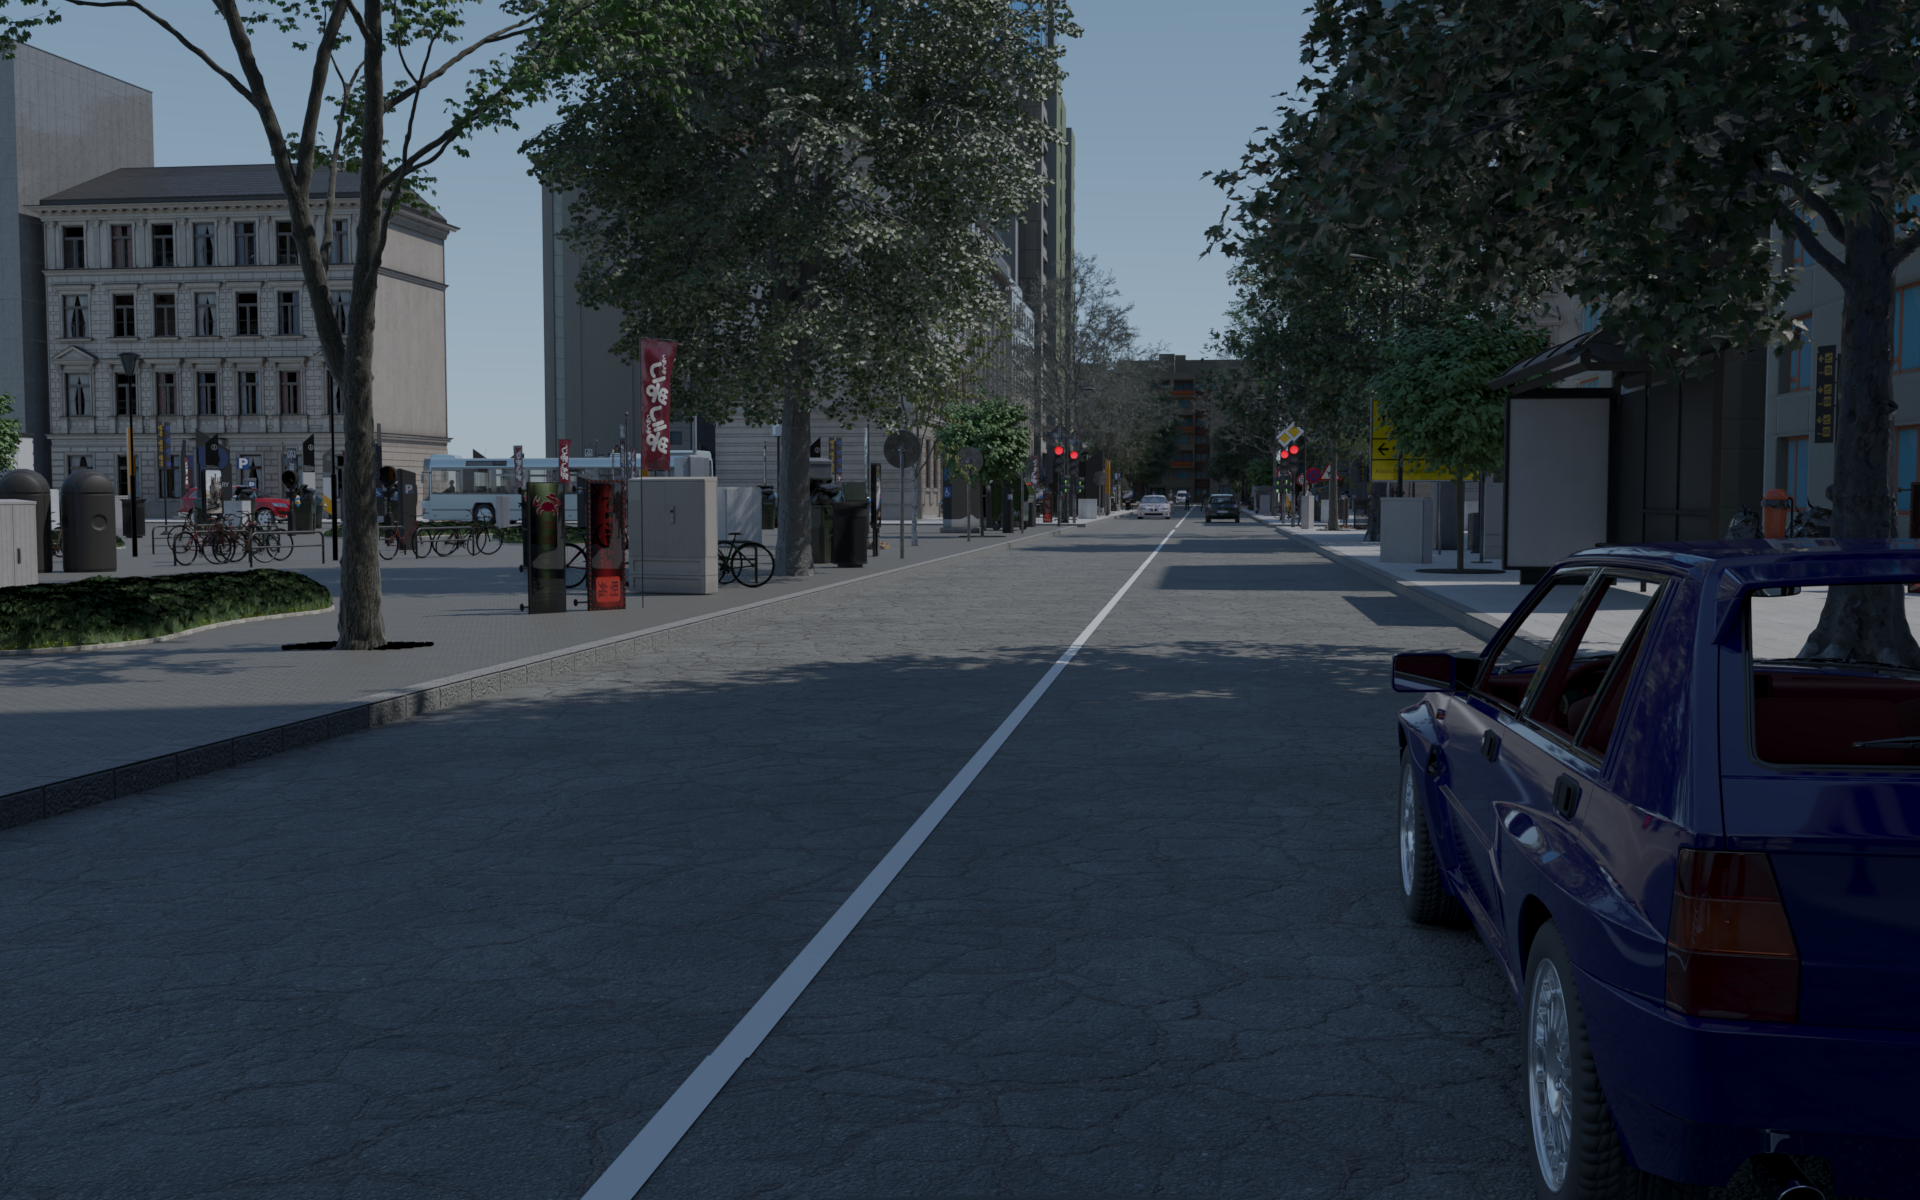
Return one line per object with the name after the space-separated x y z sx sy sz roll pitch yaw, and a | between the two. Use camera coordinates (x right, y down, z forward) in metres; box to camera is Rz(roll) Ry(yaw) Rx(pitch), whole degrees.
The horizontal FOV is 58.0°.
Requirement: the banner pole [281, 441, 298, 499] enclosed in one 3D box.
-31.953 -5.652 82.435 0.863 3.779 0.401 0 4 -2 | banner pole

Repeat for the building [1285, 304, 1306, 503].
59.788 -36.251 247.326 28.867 44.769 22.147 0 4 8 | building

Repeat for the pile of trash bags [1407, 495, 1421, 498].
26.219 -5.642 101.992 3.447 1.369 1.912 0 4 7 | pile of trash bags

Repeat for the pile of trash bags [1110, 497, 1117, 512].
10.274 -7.156 126.752 1.912 1.369 3.447 1 4 23 | pile of trash bags

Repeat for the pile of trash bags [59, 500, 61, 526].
-36.849 -3.629 69.094 1.912 1.369 3.447 0 4 -6 | pile of trash bags

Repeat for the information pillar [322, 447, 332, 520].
-31.620 -5.831 86.694 0.504 3.616 0.183 0 4 -2 | information pillar

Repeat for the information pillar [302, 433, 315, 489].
-24.928 -4.586 66.337 0.183 3.616 0.504 3 5 41 | information pillar

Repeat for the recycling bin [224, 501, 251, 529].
-26.985 -3.189 64.700 0.722 1.027 0.722 0 4 3 | recycling bin

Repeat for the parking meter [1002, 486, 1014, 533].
1.579 -2.960 56.808 0.372 1.533 0.369 0 3 0 | parking meter

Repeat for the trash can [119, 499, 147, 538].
-24.151 -2.383 50.620 0.748 1.137 0.748 0 3 0 | trash can

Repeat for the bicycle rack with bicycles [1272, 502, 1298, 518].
17.902 -4.756 91.149 2.925 0.926 2.852 0 4 -2 | bicycle rack with bicycles

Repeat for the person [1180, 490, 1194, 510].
20.277 -8.942 154.691 1.348 1.826 0.705 -1 4 -17 | person

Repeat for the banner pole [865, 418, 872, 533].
-3.070 -4.112 57.251 0.401 3.779 0.863 -1 4 -14 | banner pole

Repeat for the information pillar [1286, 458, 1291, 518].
17.839 -6.273 93.923 0.183 3.616 0.504 -1 4 -15 | information pillar

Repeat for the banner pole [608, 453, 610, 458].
-18.783 -6.330 93.512 0.401 3.779 0.863 1 4 21 | banner pole

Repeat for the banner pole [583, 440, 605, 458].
-16.923 -5.486 79.714 0.863 3.779 0.401 1 4 13 | banner pole

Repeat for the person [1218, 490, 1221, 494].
24.462 -9.458 163.152 0.705 1.823 1.348 1 4 19 | person

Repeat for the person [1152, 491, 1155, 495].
25.778 -13.669 231.858 0.599 1.838 0.709 -1 4 -18 | person

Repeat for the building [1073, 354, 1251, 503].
31.322 -25.070 254.926 28.899 21.520 27.650 0 4 8 | building

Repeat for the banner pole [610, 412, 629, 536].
-10.301 -3.864 53.187 0.401 3.779 0.863 -2 4 -30 | banner pole

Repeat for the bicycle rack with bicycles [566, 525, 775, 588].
-3.907 -0.659 24.158 2.925 0.926 2.852 1 4 17 | bicycle rack with bicycles

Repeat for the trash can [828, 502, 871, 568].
-1.925 -1.140 30.288 0.748 1.137 0.748 0 3 0 | trash can

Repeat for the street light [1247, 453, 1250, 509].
19.788 -8.798 116.393 1.470 5.913 1.316 0 4 8 | street light

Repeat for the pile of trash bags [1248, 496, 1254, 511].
23.480 -7.686 135.422 1.912 1.369 3.447 1 4 11 | pile of trash bags

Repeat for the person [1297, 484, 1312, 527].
14.093 -3.810 70.764 0.622 1.834 0.822 0 4 -7 | person

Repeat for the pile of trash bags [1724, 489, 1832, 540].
14.798 -1.322 31.366 1.912 1.369 3.447 2 4 25 | pile of trash bags

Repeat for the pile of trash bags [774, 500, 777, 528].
-7.600 -3.470 66.485 1.912 1.369 3.447 -1 4 -12 | pile of trash bags

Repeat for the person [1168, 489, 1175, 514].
15.017 -6.986 123.273 0.519 1.759 0.362 1 4 16 | person

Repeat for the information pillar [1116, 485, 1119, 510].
12.599 -8.159 137.891 0.304 2.012 0.304 0 4 1 | information pillar

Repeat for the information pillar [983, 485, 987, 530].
0.731 -3.460 61.055 0.304 2.012 0.304 3 4 37 | information pillar

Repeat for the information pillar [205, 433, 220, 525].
-28.517 -4.572 66.100 0.504 3.616 0.183 -2 4 -31 | information pillar

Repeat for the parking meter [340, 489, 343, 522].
-28.652 -4.417 80.624 0.372 1.533 0.369 0 3 0 | parking meter

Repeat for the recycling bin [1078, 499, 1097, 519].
6.601 -4.712 89.593 0.722 1.027 0.722 -2 4 -31 | recycling bin

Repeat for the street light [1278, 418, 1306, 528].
12.666 -5.739 66.366 1.470 5.913 1.316 0 4 8 | street light

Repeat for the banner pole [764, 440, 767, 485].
-9.012 -5.511 80.115 0.401 3.779 0.863 0 4 1 | banner pole

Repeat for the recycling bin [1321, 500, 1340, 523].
16.237 -3.874 75.896 0.722 1.027 0.722 1 4 21 | recycling bin

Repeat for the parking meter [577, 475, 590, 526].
-11.608 -2.921 53.467 0.399 1.863 0.255 3 4 36 | parking meter

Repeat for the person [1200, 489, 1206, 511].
20.128 -8.212 142.539 0.755 1.850 0.659 0 4 8 | person

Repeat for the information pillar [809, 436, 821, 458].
-5.871 -4.831 70.340 0.504 3.616 0.183 -2 4 -26 | information pillar

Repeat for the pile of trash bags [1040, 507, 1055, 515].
5.388 -5.974 107.423 1.912 1.369 3.447 0 4 -2 | pile of trash bags

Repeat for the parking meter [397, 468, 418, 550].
-12.658 -2.079 39.697 0.399 1.863 0.255 -3 4 -38 | parking meter

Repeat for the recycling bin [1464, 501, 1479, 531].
17.994 -2.966 61.045 0.722 1.027 0.722 -1 4 -9 | recycling bin

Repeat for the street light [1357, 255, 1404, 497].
8.004 -3.734 33.595 1.470 5.913 1.316 0 4 8 | street light

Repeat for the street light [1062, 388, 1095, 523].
5.185 -6.319 75.858 1.470 5.913 1.316 0 4 8 | street light

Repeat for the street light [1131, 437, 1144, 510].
14.531 -10.381 142.273 1.470 5.913 1.316 0 4 8 | street light

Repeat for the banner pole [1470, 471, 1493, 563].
9.685 -2.560 31.874 0.401 3.779 0.863 0 4 4 | banner pole

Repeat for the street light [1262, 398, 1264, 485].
15.042 -6.795 83.634 1.470 5.913 1.316 0 4 8 | street light

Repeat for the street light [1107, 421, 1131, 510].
9.782 -8.324 108.638 1.470 5.913 1.316 0 4 8 | street light

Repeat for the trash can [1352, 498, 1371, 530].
14.445 -3.092 62.200 0.748 1.137 0.748 0 3 0 | trash can

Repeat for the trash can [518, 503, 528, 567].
-7.010 -1.060 28.981 0.748 1.137 0.748 0 3 0 | trash can
